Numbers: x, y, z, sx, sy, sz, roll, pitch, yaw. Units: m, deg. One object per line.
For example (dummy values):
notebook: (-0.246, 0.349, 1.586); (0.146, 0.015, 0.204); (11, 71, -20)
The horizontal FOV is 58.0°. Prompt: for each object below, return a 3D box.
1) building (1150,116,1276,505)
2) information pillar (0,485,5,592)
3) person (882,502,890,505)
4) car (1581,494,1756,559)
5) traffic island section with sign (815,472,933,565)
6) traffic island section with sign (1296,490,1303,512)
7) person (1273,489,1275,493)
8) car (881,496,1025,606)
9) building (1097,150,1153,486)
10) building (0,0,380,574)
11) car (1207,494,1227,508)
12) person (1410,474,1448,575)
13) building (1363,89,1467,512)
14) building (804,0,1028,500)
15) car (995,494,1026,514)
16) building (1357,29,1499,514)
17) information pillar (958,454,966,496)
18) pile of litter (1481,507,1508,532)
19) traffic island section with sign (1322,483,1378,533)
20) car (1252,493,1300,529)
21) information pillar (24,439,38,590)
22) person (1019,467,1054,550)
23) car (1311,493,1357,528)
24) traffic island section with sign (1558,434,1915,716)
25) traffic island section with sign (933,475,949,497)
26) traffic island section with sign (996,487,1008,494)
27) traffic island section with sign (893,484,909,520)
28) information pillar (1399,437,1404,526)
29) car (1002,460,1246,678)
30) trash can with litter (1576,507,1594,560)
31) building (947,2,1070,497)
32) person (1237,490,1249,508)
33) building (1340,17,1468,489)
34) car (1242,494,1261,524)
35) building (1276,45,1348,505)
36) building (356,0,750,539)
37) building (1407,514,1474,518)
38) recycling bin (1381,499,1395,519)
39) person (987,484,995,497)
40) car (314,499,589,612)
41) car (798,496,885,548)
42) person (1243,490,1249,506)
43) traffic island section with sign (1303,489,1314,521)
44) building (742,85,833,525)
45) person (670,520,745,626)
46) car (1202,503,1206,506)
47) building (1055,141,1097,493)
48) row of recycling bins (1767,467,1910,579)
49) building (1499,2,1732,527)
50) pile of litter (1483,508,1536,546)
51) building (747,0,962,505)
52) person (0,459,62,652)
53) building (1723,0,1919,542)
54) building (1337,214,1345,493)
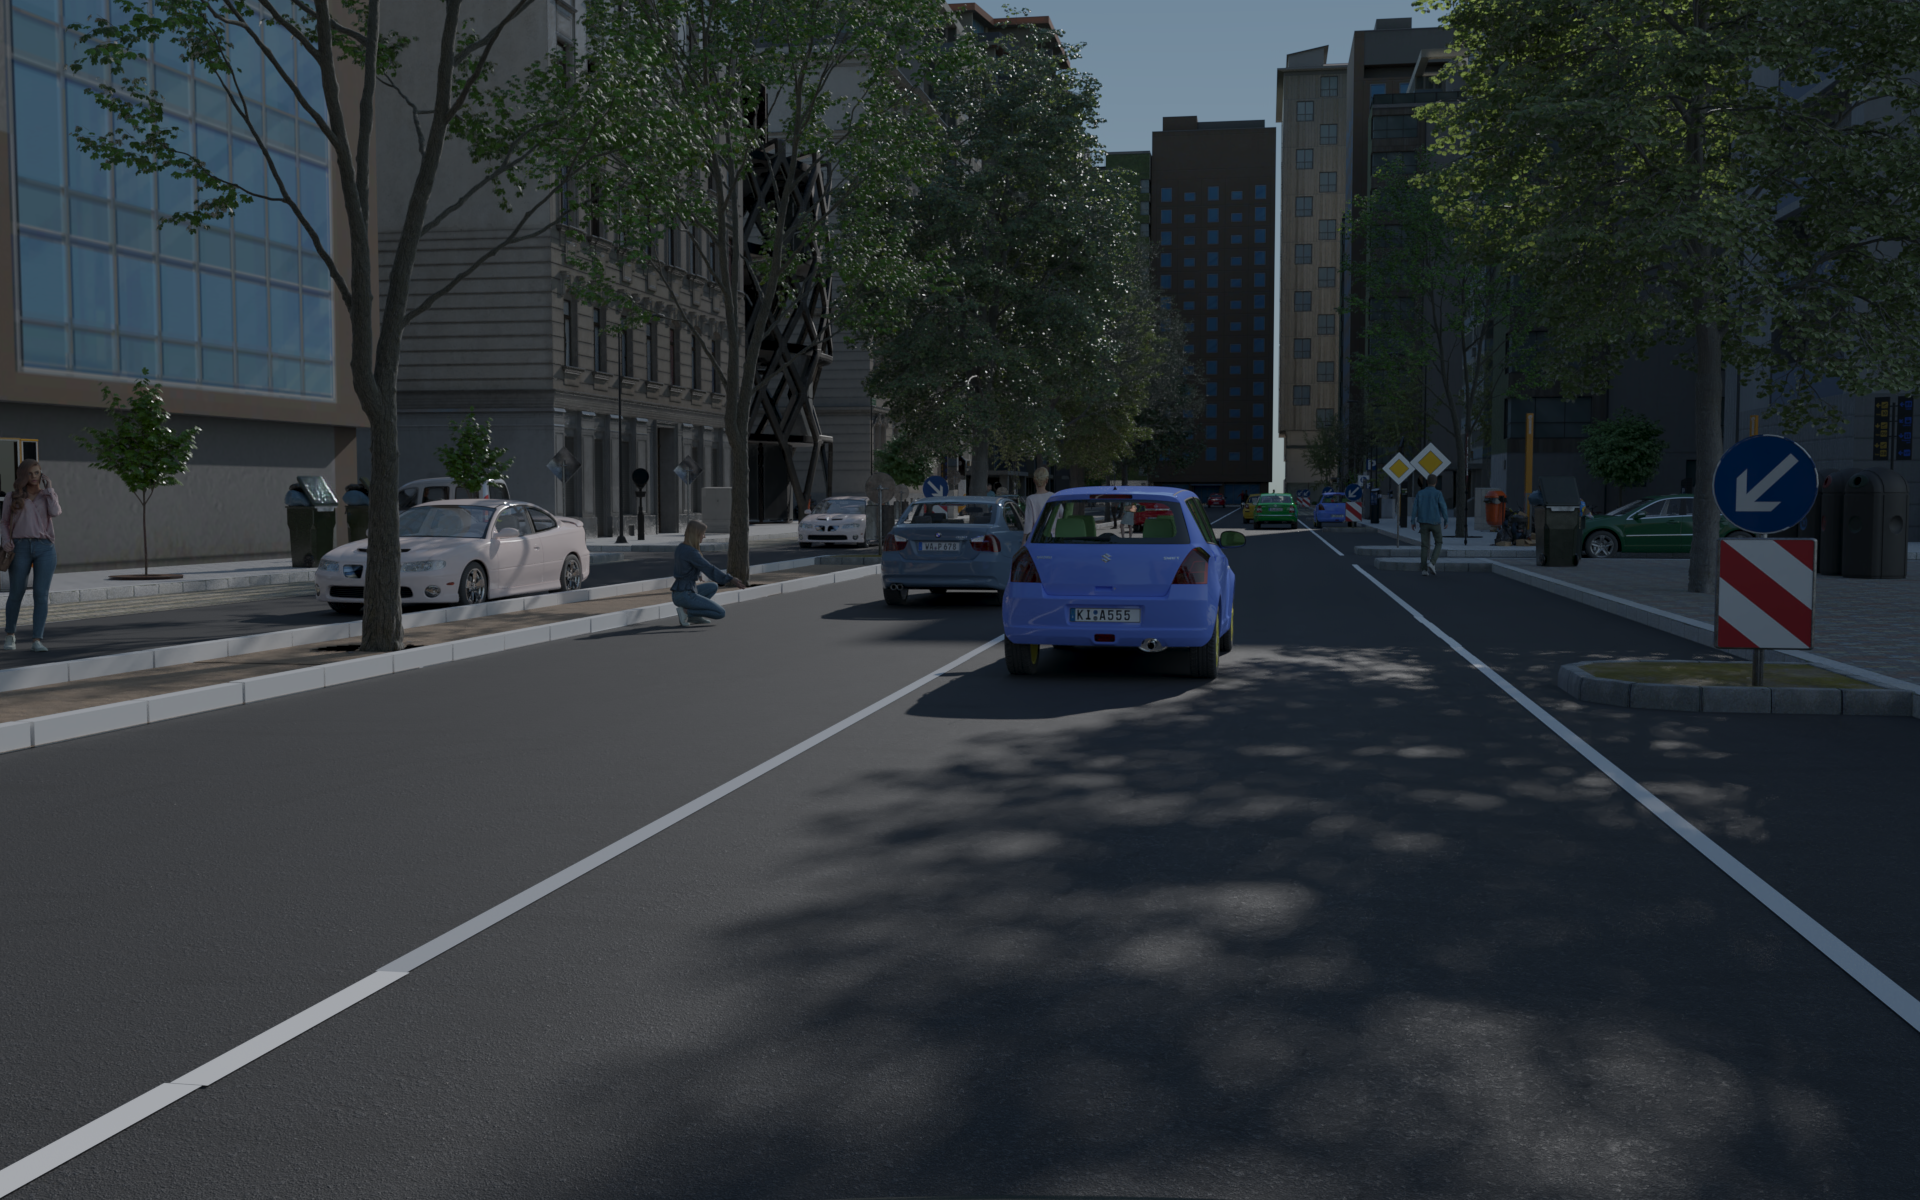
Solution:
building: (30.474, -34.111, 207.818); (14.200, 45.320, 14.600); (1, 4, 10)
information pillar: (-12.506, -1.115, 22.729); (0.304, 2.012, 0.304); (-3, 5, -41)
person: (-2.456, -2.754, 54.539); (0.512, 1.701, 0.522); (0, 4, -8)
car: (15.290, -1.585, 37.714); (4.920, 1.459, 2.131); (0, 4, 8)
traffic island section with sign: (-1.779, -1.684, 35.677); (2.006, 1.907, 1.989); (1, 4, 10)
traffic island section with sign: (28.173, -8.133, 141.598); (1.989, 1.847, 2.006); (1, 4, 10)
person: (25.083, -7.937, 138.357); (1.348, 1.812, 0.705); (-1, 4, -23)
car: (0.136, -0.701, 23.471); (2.014, 1.417, 4.499); (1, 4, 11)
building: (16.497, -32.203, 210.112); (14.086, 41.232, 14.154); (1, 4, 10)
building: (-20.652, -23.269, 30.555); (14.200, 45.320, 14.600); (1, 4, 10)
car: (26.880, -10.538, 181.337); (2.155, 1.783, 4.494); (1, 4, 10)
person: (8.245, -1.320, 30.418); (0.601, 1.785, 0.444); (2, 4, 32)
building: (36.916, -21.754, 127.374); (14.160, 30.474, 14.107); (1, 4, 10)
building: (-11.412, -27.023, 133.712); (32.217, 40.220, 23.993); (1, 4, 10)
car: (1.973, -3.899, 75.547); (2.131, 1.459, 4.920); (1, 4, 11)
building: (49.838, -27.659, 144.113); (32.217, 40.220, 23.993); (1, 4, 10)
information pillar: (0.106, -6.636, 99.855); (0.504, 3.616, 0.183); (2, 4, 34)
pile of litter: (18.392, -2.719, 58.417); (1.719, 0.858, 1.176); (2, 4, 25)
traffic island section with sign: (14.762, -3.485, 65.613); (1.989, 1.847, 2.006); (1, 4, 10)
car: (13.120, -3.861, 71.919); (1.959, 1.807, 4.718); (1, 4, 11)
information pillar: (-12.585, -1.147, 23.252); (0.304, 2.012, 0.304); (1, 4, 14)
person: (1.114, -0.655, 19.884); (0.731, 1.740, 0.598); (-3, 5, -42)
car: (16.063, -3.952, 74.211); (1.945, 1.707, 3.694); (1, 4, 9)
traffic island section with sign: (5.363, -0.223, 12.270); (1.989, 1.847, 2.006); (1, 4, 10)
traffic island section with sign: (-0.483, -2.131, 42.971); (2.006, 1.907, 1.989); (1, 4, 10)
traffic island section with sign: (2.306, -5.294, 95.186); (1.989, 1.847, 2.006); (1, 4, 10)
traffic island section with sign: (-2.388, -3.670, 68.637); (1.989, 1.847, 2.006); (1, 4, 10)
information pillar: (17.955, -4.841, 70.507); (0.183, 3.616, 0.504); (2, 4, 29)
car: (1.459, -0.323, 14.878); (1.945, 1.707, 3.694); (1, 4, 11)
trash can with litter: (11.690, -1.353, 33.513); (1.055, 1.170, 0.624); (-2, 4, -34)
building: (-1.773, -30.864, 159.244); (22.147, 44.769, 28.867); (1, 4, 10)
person: (29.637, -10.585, 181.502); (1.348, 1.831, 0.705); (0, 4, -5)
building: (43.850, -31.453, 164.364); (14.600, 45.320, 14.200); (1, 4, 10)
car: (14.773, -4.559, 84.762); (2.015, 1.641, 3.980); (1, 4, 12)
building: (52.245, -38.029, 211.006); (27.495, 52.752, 28.713); (1, 4, 10)
building: (-14.037, -12.653, 56.033); (9.793, 20.994, 18.267); (1, 4, 10)
building: (42.408, -24.926, 99.413); (32.217, 40.220, 23.993); (1, 4, 10)
recycling bin: (22.499, -4.810, 91.200); (0.722, 1.027, 0.722); (1, 4, 23)
person: (1.213, -3.700, 68.861); (0.748, 1.841, 0.638); (-2, 4, -33)
car: (-6.416, -0.612, 22.368); (2.083, 1.381, 4.827); (1, 4, 11)
car: (-3.127, -2.154, 47.575); (2.083, 1.381, 4.827); (1, 4, 9)
person: (25.226, -8.807, 152.516); (0.705, 1.821, 1.348); (-2, 4, -24)
traffic island section with sign: (19.504, -5.125, 92.421); (1.989, 1.847, 2.006); (1, 4, 10)
building: (-14.273, -12.694, 75.000); (16.820, 18.784, 16.811); (1, 4, 10)
person: (-2.856, -0.313, 19.120); (0.738, 1.151, 1.012); (-1, 4, -21)
car: (10.497, -4.341, 81.192); (2.015, 1.641, 3.980); (1, 4, 11)
building: (6.686, -30.755, 186.443); (14.086, 41.232, 14.154); (1, 4, 10)
row of recycling bins: (14.064, -1.266, 27.807); (1.069, 1.692, 3.534); (0, 4, 2)
building: (29.247, -18.350, 71.719); (14.160, 30.474, 14.107); (1, 4, 10)
pile of litter: (13.969, -1.766, 42.839); (1.719, 0.858, 1.176); (1, 4, 11)
building: (-8.705, -19.111, 99.847); (14.401, 28.519, 23.554); (1, 4, 10)
person: (-8.566, -0.415, 15.872); (0.593, 1.750, 0.643); (-2, 4, -30)
building: (38.449, -30.866, 46.652); (28.212, 58.520, 21.231); (1, 4, 10)
building: (46.194, -24.897, 178.773); (14.160, 30.474, 14.107); (1, 4, 10)
